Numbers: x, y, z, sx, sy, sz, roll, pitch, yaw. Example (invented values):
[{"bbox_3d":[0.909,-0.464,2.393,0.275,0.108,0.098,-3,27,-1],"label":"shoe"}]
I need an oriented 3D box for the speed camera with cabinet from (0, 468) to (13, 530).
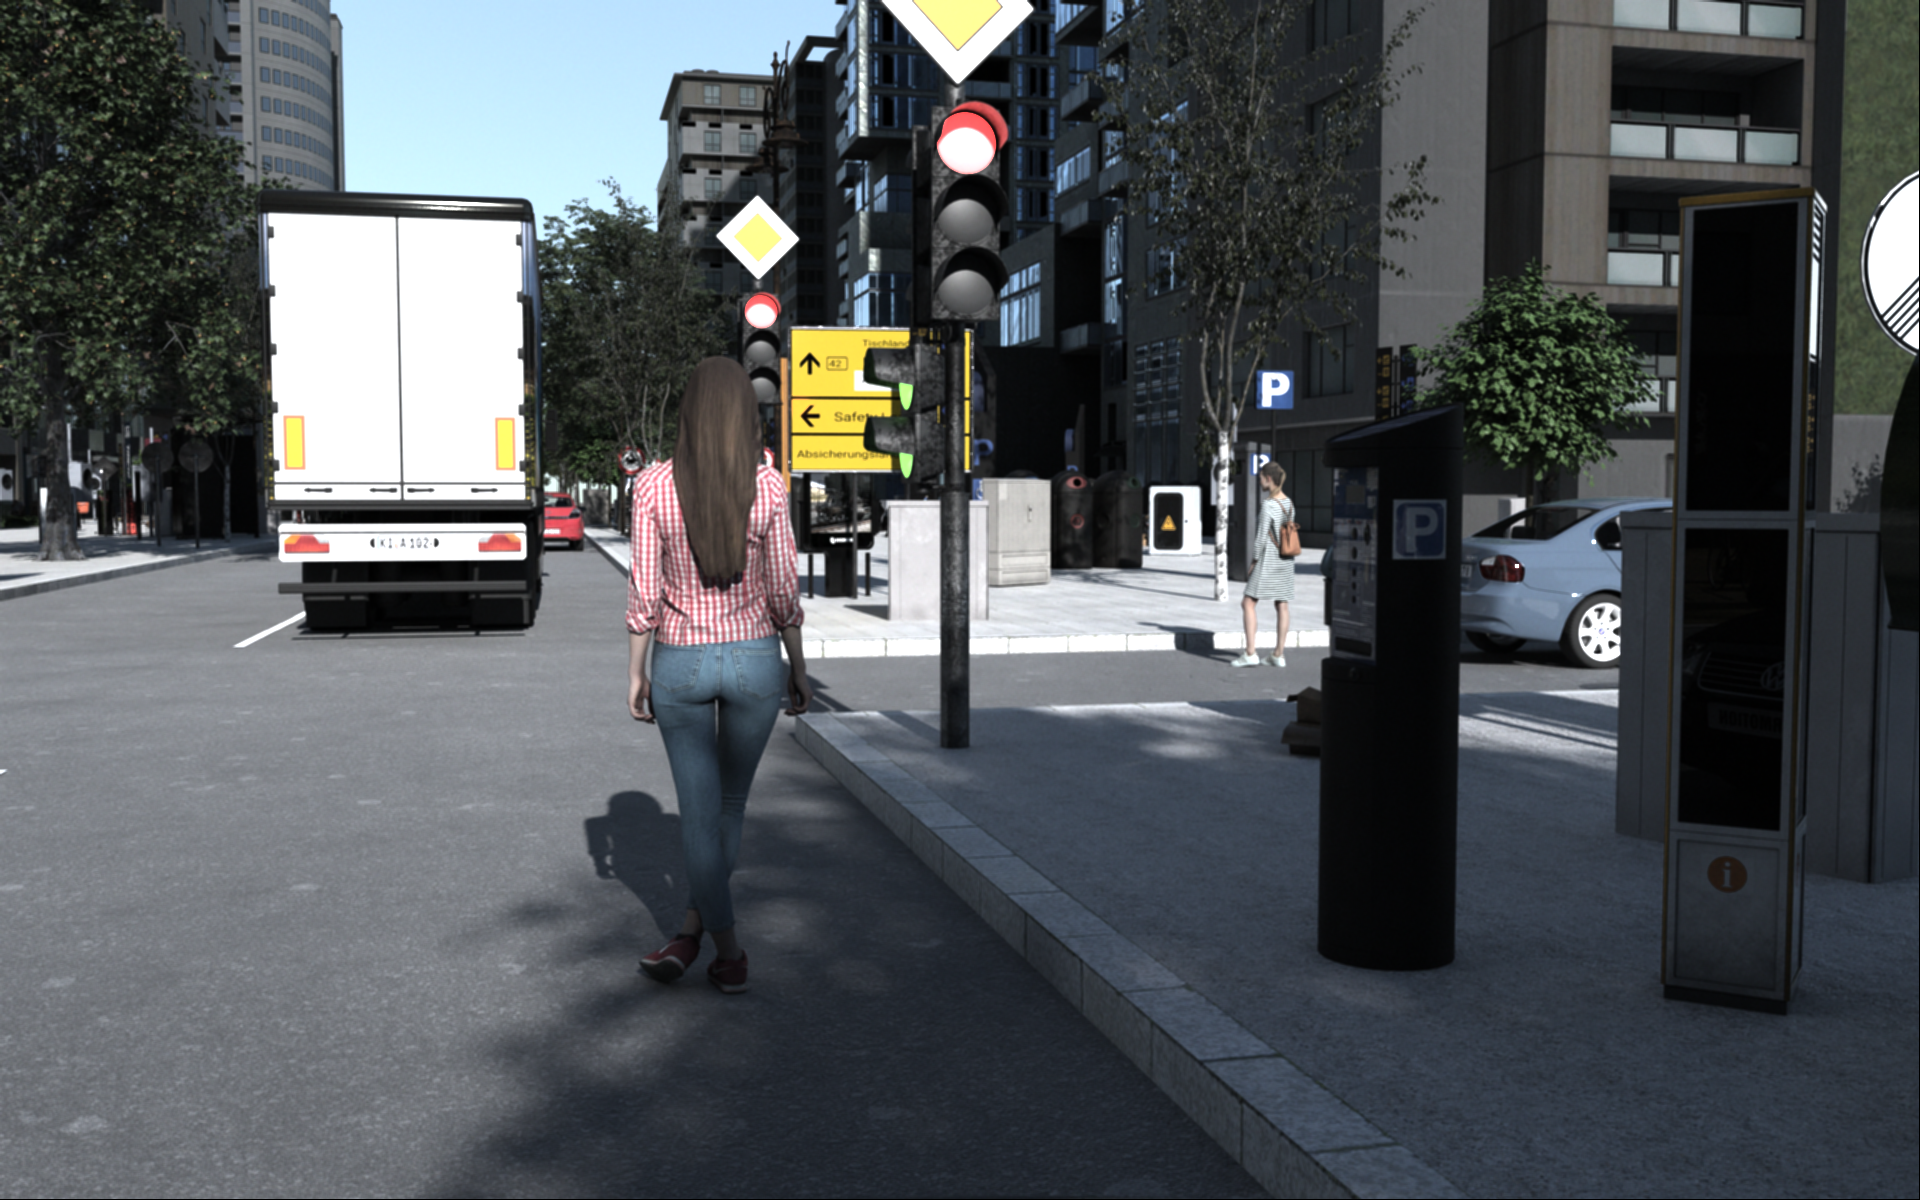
[{"bbox_3d":[-34.363,-4.087,61.160,0.660,3.252,2.038,0,4,7],"label":"speed camera with cabinet"}]

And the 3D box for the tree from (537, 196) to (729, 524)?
[{"bbox_3d":[-14.433,-10.258,74.380,9.857,13.997,8.962,0,3,0],"label":"tree"}]

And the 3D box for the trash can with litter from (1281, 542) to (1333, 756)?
[{"bbox_3d":[2.060,0.163,8.724,0.624,1.170,1.055,2,4,34],"label":"trash can with litter"}]

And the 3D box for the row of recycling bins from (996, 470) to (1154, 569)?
[{"bbox_3d":[1.466,-1.378,29.644,3.534,1.692,1.069,-2,4,-24],"label":"row of recycling bins"}]

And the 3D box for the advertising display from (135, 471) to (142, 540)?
[{"bbox_3d":[-23.238,-2.677,48.983,0.123,1.923,0.974,-2,4,-26],"label":"advertising display"}]

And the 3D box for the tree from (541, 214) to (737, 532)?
[{"bbox_3d":[-11.526,-7.594,58.578,8.767,10.594,7.601,-1,4,-14],"label":"tree"}]

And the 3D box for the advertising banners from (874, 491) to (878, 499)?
[{"bbox_3d":[-4.233,-4.345,67.230,2.074,3.025,0.090,0,4,-5],"label":"advertising banners"}]

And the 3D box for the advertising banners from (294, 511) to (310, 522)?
[{"bbox_3d":[-29.374,-4.938,76.919,0.090,3.025,2.074,-3,5,-42],"label":"advertising banners"}]

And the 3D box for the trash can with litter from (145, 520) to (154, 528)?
[{"bbox_3d":[-30.460,-3.331,65.855,1.055,1.170,0.624,0,4,0],"label":"trash can with litter"}]

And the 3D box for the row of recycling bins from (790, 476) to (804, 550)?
[{"bbox_3d":[-3.792,-2.060,40.786,1.069,1.692,3.534,1,4,16],"label":"row of recycling bins"}]

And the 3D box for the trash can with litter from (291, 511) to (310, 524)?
[{"bbox_3d":[-28.345,-3.895,74.736,1.678,1.210,2.233,0,4,-3],"label":"trash can with litter"}]

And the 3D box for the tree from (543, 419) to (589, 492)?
[{"bbox_3d":[-52.628,-19.041,228.319,9.611,12.733,9.660,0,3,0],"label":"tree"}]

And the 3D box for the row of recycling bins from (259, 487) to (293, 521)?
[{"bbox_3d":[-32.579,-4.677,83.589,1.069,1.692,3.534,0,4,8],"label":"row of recycling bins"}]

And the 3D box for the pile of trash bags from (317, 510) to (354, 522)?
[{"bbox_3d":[-27.981,-4.177,78.046,1.912,1.369,3.447,-1,4,-21],"label":"pile of trash bags"}]

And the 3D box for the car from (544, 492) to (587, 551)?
[{"bbox_3d":[-10.722,-2.185,44.761,2.155,1.783,4.494,-1,4,-15],"label":"car"}]

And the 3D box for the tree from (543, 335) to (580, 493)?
[{"bbox_3d":[-43.849,-20.833,196.513,12.611,20.169,13.585,0,3,0],"label":"tree"}]

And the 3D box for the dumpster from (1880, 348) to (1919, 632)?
[{"bbox_3d":[2.957,-0.034,3.050,1.502,2.255,1.985,-1,4,-14],"label":"dumpster"}]

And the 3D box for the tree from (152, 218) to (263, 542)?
[{"bbox_3d":[-19.482,-5.845,45.932,4.360,8.622,3.978,0,3,0],"label":"tree"}]

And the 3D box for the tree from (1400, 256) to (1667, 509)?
[{"bbox_3d":[7.911,-2.452,23.810,4.285,4.588,4.351,0,3,0],"label":"tree"}]

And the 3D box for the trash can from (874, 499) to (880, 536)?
[{"bbox_3d":[-2.814,-2.563,53.561,0.748,1.137,0.748,0,3,0],"label":"trash can"}]

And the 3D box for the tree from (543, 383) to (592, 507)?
[{"bbox_3d":[-31.557,-13.224,141.969,9.928,11.665,9.643,0,3,0],"label":"tree"}]

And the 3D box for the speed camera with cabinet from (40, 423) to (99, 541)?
[{"bbox_3d":[-24.714,-3.275,47.881,0.660,3.252,2.038,0,4,-3],"label":"speed camera with cabinet"}]

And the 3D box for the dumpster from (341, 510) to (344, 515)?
[{"bbox_3d":[-29.886,-4.910,82.765,1.502,2.255,1.985,-1,4,-14],"label":"dumpster"}]

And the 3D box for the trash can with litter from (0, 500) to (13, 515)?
[{"bbox_3d":[-39.183,-3.668,71.353,1.055,1.170,0.624,3,4,39],"label":"trash can with litter"}]

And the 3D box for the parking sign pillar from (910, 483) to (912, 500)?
[{"bbox_3d":[-1.411,-4.579,63.333,1.447,3.967,1.447,3,5,39],"label":"parking sign pillar"}]

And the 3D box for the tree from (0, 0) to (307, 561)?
[{"bbox_3d":[-17.503,-7.109,33.240,9.611,12.733,9.660,0,3,0],"label":"tree"}]

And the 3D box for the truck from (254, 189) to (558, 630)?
[{"bbox_3d":[-6.487,-2.002,21.644,2.839,4.237,11.283,-1,4,-13],"label":"truck"}]

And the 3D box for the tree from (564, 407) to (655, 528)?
[{"bbox_3d":[-13.266,-5.010,65.634,4.285,4.588,4.351,0,3,0],"label":"tree"}]

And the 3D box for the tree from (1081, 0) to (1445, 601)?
[{"bbox_3d":[3.375,-4.303,20.723,4.360,8.622,3.978,0,3,0],"label":"tree"}]

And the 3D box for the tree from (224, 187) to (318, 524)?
[{"bbox_3d":[-26.602,-9.795,70.512,12.009,13.543,11.850,0,3,0],"label":"tree"}]

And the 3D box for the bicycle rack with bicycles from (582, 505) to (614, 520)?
[{"bbox_3d":[-17.013,-4.336,84.281,2.925,0.926,2.852,-3,4,-37],"label":"bicycle rack with bicycles"}]

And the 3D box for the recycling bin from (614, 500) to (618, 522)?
[{"bbox_3d":[-15.323,-4.064,79.007,0.722,1.027,0.722,-2,4,-31],"label":"recycling bin"}]

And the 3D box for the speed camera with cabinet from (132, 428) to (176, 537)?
[{"bbox_3d":[-24.175,-3.547,52.335,0.660,3.252,2.038,0,4,6],"label":"speed camera with cabinet"}]

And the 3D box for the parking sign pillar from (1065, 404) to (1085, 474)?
[{"bbox_3d":[3.415,-3.851,51.441,1.447,3.967,1.447,1,4,11],"label":"parking sign pillar"}]

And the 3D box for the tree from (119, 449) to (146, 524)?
[{"bbox_3d":[-35.329,-4.889,74.533,1.663,3.219,1.824,0,3,0],"label":"tree"}]

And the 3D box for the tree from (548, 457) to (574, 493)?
[{"bbox_3d":[-49.847,-16.299,216.850,4.737,8.622,4.395,0,3,0],"label":"tree"}]

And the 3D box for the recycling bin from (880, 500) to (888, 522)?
[{"bbox_3d":[-2.810,-3.552,70.627,0.722,1.027,0.722,-2,4,-28],"label":"recycling bin"}]

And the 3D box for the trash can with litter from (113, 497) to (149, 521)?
[{"bbox_3d":[-39.218,-4.321,81.714,2.233,1.210,1.678,2,4,23],"label":"trash can with litter"}]

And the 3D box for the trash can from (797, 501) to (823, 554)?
[{"bbox_3d":[-3.171,-1.584,37.557,0.748,1.137,0.748,0,3,0],"label":"trash can"}]

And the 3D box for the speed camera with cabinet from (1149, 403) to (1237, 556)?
[{"bbox_3d":[4.942,-2.534,35.768,2.038,3.252,0.660,2,4,29],"label":"speed camera with cabinet"}]

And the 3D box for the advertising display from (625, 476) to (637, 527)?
[{"bbox_3d":[-11.858,-3.534,62.993,0.974,1.923,0.123,-1,4,-12],"label":"advertising display"}]

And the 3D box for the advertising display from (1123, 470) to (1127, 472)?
[{"bbox_3d":[4.479,-2.586,47.490,0.123,1.923,0.974,1,4,10],"label":"advertising display"}]

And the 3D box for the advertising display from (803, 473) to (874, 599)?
[{"bbox_3d":[-1.500,-0.996,21.503,0.974,1.923,0.123,-3,4,-37],"label":"advertising display"}]

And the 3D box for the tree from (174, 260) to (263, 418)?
[{"bbox_3d":[-23.715,-7.709,60.453,7.601,10.594,8.767,0,4,-7],"label":"tree"}]

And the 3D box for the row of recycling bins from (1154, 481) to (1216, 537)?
[{"bbox_3d":[6.989,-2.832,53.413,1.069,1.692,3.534,-3,5,-42],"label":"row of recycling bins"}]

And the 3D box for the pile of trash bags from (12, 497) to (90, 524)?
[{"bbox_3d":[-38.762,-3.897,73.461,3.447,1.369,1.912,-2,4,-25],"label":"pile of trash bags"}]

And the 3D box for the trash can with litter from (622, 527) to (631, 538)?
[{"bbox_3d":[-9.446,-2.443,51.322,1.055,1.170,0.624,-2,4,-32],"label":"trash can with litter"}]

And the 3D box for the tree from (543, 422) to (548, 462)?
[{"bbox_3d":[-27.801,-10.611,123.857,4.360,8.622,3.978,0,3,0],"label":"tree"}]

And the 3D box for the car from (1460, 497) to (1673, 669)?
[{"bbox_3d":[6.275,-0.198,15.246,4.499,1.417,2.014,-1,4,-14],"label":"car"}]

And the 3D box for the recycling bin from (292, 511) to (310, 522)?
[{"bbox_3d":[-30.664,-4.177,80.842,0.722,1.027,0.722,0,4,8],"label":"recycling bin"}]

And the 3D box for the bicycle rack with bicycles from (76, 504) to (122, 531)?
[{"bbox_3d":[-30.672,-2.910,60.965,2.852,0.926,2.925,-1,4,-15],"label":"bicycle rack with bicycles"}]

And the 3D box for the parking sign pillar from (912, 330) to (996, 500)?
[{"bbox_3d":[0.180,-2.361,27.070,1.447,3.967,1.447,-1,4,-16],"label":"parking sign pillar"}]

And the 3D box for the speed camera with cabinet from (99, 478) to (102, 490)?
[{"bbox_3d":[-39.166,-5.035,76.659,2.038,3.252,0.660,-3,5,-45],"label":"speed camera with cabinet"}]

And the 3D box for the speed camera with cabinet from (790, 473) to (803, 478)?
[{"bbox_3d":[-5.993,-4.275,64.240,0.660,3.252,2.038,0,4,2],"label":"speed camera with cabinet"}]

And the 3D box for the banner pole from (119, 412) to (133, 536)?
[{"bbox_3d":[-25.430,-3.844,52.873,0.401,3.779,0.863,-3,5,-44],"label":"banner pole"}]

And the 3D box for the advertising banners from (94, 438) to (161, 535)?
[{"bbox_3d":[-25.754,-3.514,53.640,2.074,3.025,0.090,0,4,-3],"label":"advertising banners"}]

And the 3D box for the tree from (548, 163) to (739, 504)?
[{"bbox_3d":[-6.995,-5.433,39.189,4.360,8.622,3.978,0,3,0],"label":"tree"}]

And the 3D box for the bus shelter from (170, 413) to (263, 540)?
[{"bbox_3d":[-22.062,-3.703,51.823,1.731,3.624,6.357,-1,4,-14],"label":"bus shelter"}]

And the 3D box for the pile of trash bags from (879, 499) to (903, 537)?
[{"bbox_3d":[-0.613,-2.550,51.445,3.447,1.369,1.912,3,5,40],"label":"pile of trash bags"}]
